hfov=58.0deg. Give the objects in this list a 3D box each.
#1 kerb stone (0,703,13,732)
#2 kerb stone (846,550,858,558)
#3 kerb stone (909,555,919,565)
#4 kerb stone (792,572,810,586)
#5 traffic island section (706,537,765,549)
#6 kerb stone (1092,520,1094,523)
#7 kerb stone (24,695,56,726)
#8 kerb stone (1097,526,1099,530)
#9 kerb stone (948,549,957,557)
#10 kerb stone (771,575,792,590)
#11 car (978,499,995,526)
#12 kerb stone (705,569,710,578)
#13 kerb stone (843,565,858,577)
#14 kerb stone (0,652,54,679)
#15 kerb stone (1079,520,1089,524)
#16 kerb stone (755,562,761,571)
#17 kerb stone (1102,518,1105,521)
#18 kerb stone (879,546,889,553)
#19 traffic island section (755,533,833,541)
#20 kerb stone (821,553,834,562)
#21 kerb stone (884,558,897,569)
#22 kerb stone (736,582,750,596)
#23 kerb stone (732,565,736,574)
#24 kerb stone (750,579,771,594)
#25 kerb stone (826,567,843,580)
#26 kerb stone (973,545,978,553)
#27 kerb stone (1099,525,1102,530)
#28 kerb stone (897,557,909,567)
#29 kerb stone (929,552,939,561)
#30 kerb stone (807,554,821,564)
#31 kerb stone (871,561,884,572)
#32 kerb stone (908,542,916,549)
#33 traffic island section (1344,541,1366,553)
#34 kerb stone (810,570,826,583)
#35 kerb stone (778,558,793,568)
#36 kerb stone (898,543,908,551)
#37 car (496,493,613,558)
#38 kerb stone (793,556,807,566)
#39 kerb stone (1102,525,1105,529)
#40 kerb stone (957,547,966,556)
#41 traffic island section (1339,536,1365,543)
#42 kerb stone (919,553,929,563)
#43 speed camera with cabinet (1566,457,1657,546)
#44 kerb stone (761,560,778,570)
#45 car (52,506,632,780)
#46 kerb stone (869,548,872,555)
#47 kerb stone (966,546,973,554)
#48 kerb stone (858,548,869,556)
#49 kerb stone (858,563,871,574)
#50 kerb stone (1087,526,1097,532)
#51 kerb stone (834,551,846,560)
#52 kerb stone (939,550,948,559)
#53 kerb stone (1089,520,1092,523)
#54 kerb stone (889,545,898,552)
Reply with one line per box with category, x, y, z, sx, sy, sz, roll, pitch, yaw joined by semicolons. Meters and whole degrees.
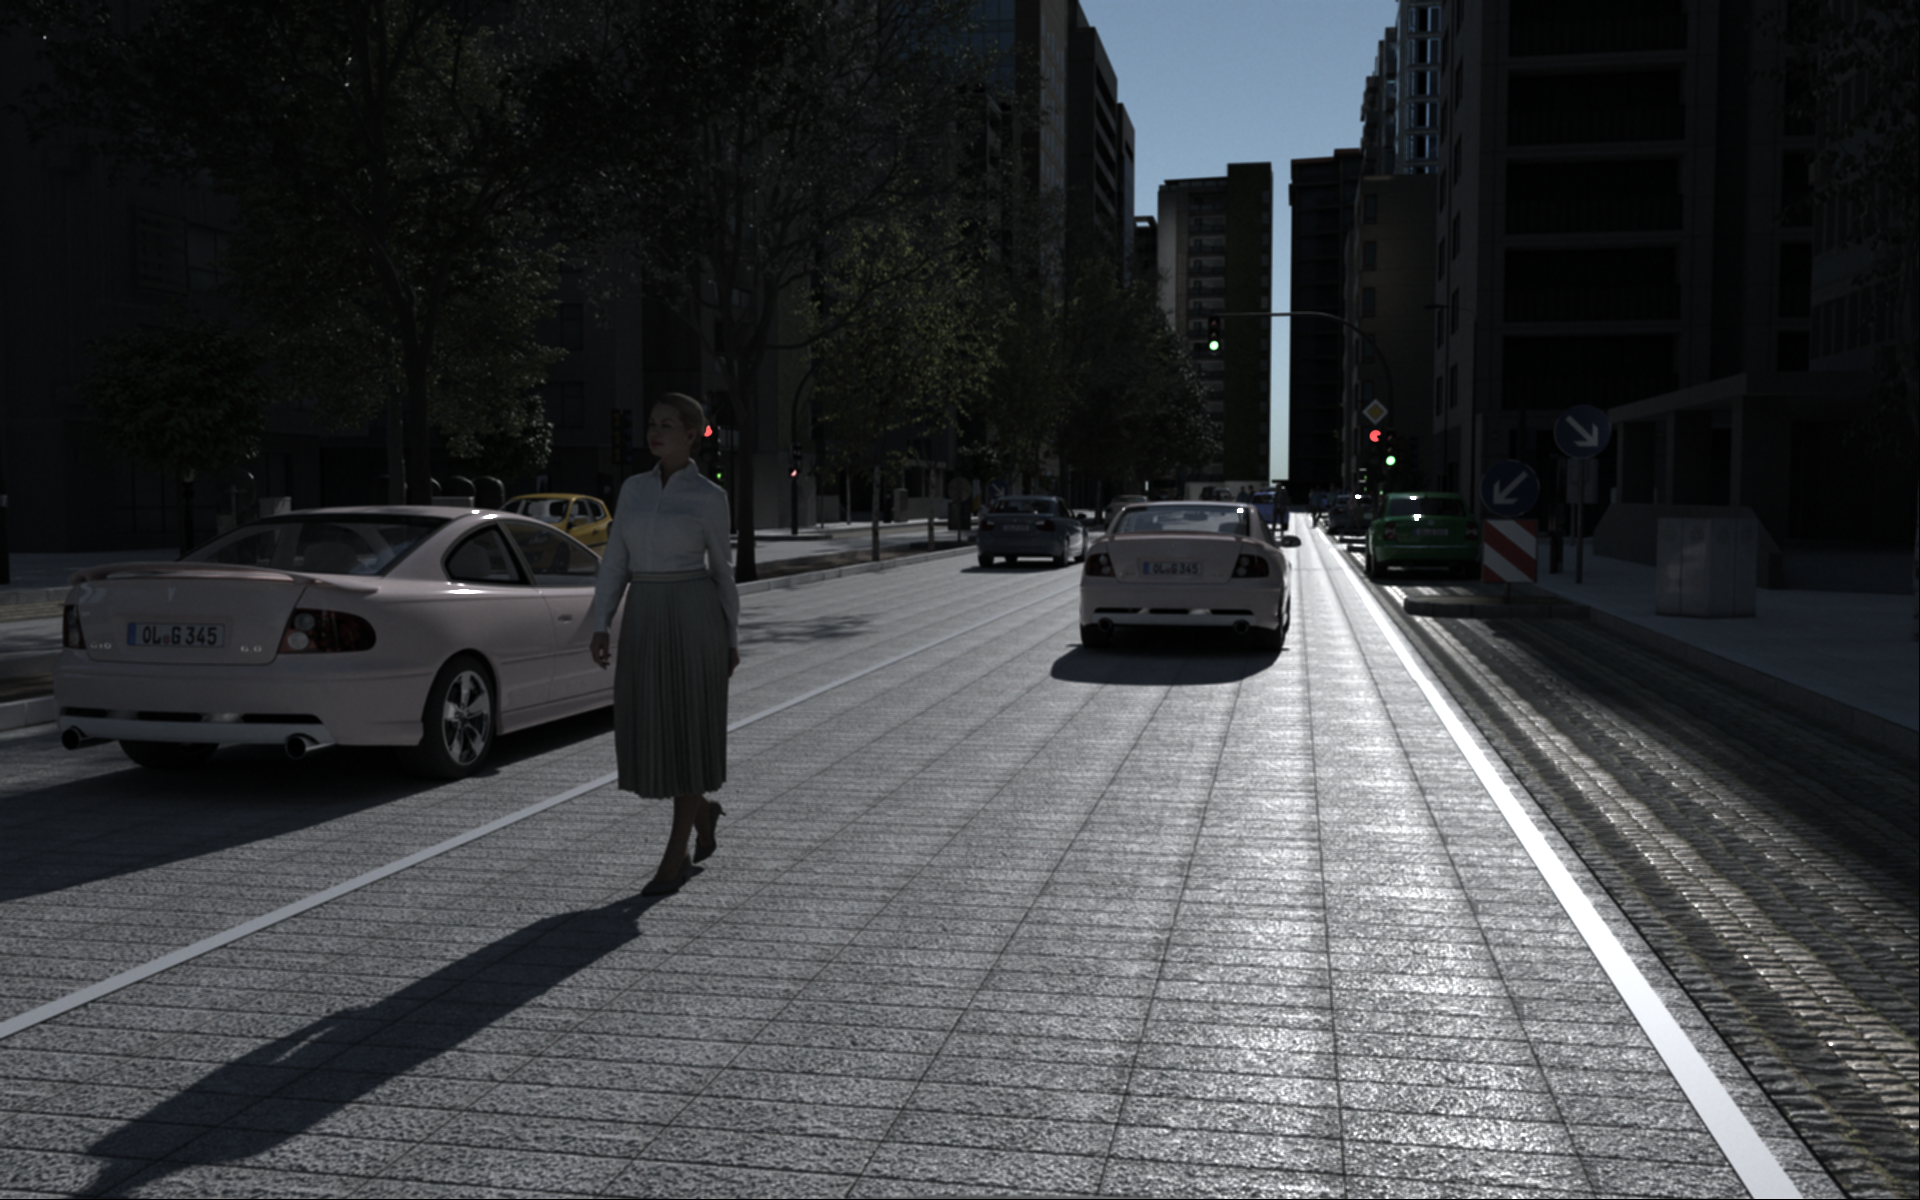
kerb stone;-5.899;0.736;10.163;0.120;0.150;1.000;1;4;11
kerb stone;-2.530;-1.009;38.750;0.120;0.150;1.000;1;4;11
kerb stone;-1.052;-0.797;35.326;0.120;0.150;1.000;1;4;11
kerb stone;-2.599;-0.311;27.281;0.120;0.150;1.000;1;4;11
traffic island section;-6.720;-1.485;46.560;2.009;0.180;2.903;1;4;11
kerb stone;6.307;-3.815;84.590;0.120;0.150;1.000;1;4;11
kerb stone;-5.711;0.674;11.173;0.120;0.150;1.000;1;4;11
kerb stone;5.261;-2.802;68.078;0.120;0.150;1.000;1;4;11
kerb stone;-0.280;-1.046;39.348;0.120;0.150;1.000;1;4;11
kerb stone;-2.795;-0.248;26.276;0.120;0.150;1.000;1;4;11
car;1.942;-3.569;70.718;2.083;1.381;4.827;1;4;10
kerb stone;-4.282;-0.458;29.686;0.120;0.150;1.000;1;4;11
kerb stone;-2.012;-0.496;30.304;0.120;0.150;1.000;1;4;11
kerb stone;-7.383;0.527;13.571;0.120;0.150;1.000;1;4;11
kerb stone;5.925;-3.693;82.569;0.120;0.150;1.000;1;4;11
kerb stone;-3.893;-0.578;31.706;0.120;0.150;1.000;1;4;11
kerb stone;7.862;-4.309;92.643;0.120;0.150;1.000;1;4;11
kerb stone;-1.947;-1.197;41.760;0.120;0.150;1.000;1;4;11
traffic island section;-5.208;-1.965;54.401;2.009;0.180;2.903;1;4;11
kerb stone;-2.921;-0.890;36.739;0.120;0.150;1.000;1;4;11
kerb stone;-1.434;-0.669;33.318;0.120;0.150;1.000;1;4;11
kerb stone;-3.188;-0.127;24.268;0.120;0.150;1.000;1;4;11
kerb stone;-4.086;-0.518;30.697;0.120;0.150;1.000;1;4;11
kerb stone;-2.994;-0.188;25.273;0.120;0.150;1.000;1;4;11
kerb stone;-2.217;-0.430;29.296;0.120;0.150;1.000;1;4;11
kerb stone;0.304;-1.232;42.358;0.120;0.150;1.000;1;4;11
kerb stone;5.458;-2.865;69.081;0.120;0.150;1.000;1;4;11
kerb stone;-1.236;-0.742;34.320;0.120;0.150;1.000;1;4;11
kerb stone;-0.658;-0.926;37.339;0.120;0.150;1.000;1;4;11
kerb stone;-3.114;-0.828;35.735;0.120;0.150;1.000;1;4;11
kerb stone;-1.637;-0.619;32.316;0.120;0.150;1.000;1;4;11
kerb stone;-1.364;-1.381;44.777;0.120;0.150;1.000;1;4;11
traffic island section;10.701;-1.280;43.208;2.009;0.180;2.903;1;4;11
kerb stone;-2.421;-0.373;28.288;0.120;0.150;1.000;1;4;11
kerb stone;-3.504;-0.704;33.719;0.120;0.150;1.000;1;4;11
kerb stone;-1.555;-1.317;43.773;0.120;0.150;1.000;1;4;11
car;-7.334;-1.240;30.495;2.015;1.641;3.980;1;4;9
kerb stone;-3.308;-0.761;34.731;0.120;0.150;1.000;1;4;11
kerb stone;5.653;-2.929;70.091;0.120;0.150;1.000;1;4;11
kerb stone;-0.082;-1.110;40.351;0.120;0.150;1.000;1;4;11
traffic island section;12.213;-1.760;51.049;2.009;0.180;2.903;1;4;11
kerb stone;-0.858;-0.865;36.335;0.120;0.150;1.000;1;4;11
speed camera with cabinet;15.838;-2.923;42.121;2.038;3.252;0.660;2;4;29
kerb stone;-3.695;-0.643;32.715;0.120;0.150;1.000;1;4;11
car;-3.078;0.132;10.200;2.083;1.381;4.827;1;4;13
kerb stone;-2.137;-1.133;40.756;0.120;0.150;1.000;1;4;11
kerb stone;0.108;-1.172;41.355;0.120;0.150;1.000;1;4;11
kerb stone;-2.334;-1.074;39.753;0.120;0.150;1.000;1;4;11
kerb stone;-1.829;-0.558;31.312;0.120;0.150;1.000;1;4;11
kerb stone;5.075;-2.745;67.073;0.120;0.150;1.000;1;4;11
kerb stone;-2.727;-0.951;37.747;0.120;0.150;1.000;1;4;11
kerb stone;-0.470;-0.988;38.344;0.120;0.150;1.000;1;4;11
kerb stone;6.121;-3.755;83.583;0.120;0.150;1.000;1;4;11
kerb stone;-1.757;-1.258;42.764;0.120;0.150;1.000;1;4;11
